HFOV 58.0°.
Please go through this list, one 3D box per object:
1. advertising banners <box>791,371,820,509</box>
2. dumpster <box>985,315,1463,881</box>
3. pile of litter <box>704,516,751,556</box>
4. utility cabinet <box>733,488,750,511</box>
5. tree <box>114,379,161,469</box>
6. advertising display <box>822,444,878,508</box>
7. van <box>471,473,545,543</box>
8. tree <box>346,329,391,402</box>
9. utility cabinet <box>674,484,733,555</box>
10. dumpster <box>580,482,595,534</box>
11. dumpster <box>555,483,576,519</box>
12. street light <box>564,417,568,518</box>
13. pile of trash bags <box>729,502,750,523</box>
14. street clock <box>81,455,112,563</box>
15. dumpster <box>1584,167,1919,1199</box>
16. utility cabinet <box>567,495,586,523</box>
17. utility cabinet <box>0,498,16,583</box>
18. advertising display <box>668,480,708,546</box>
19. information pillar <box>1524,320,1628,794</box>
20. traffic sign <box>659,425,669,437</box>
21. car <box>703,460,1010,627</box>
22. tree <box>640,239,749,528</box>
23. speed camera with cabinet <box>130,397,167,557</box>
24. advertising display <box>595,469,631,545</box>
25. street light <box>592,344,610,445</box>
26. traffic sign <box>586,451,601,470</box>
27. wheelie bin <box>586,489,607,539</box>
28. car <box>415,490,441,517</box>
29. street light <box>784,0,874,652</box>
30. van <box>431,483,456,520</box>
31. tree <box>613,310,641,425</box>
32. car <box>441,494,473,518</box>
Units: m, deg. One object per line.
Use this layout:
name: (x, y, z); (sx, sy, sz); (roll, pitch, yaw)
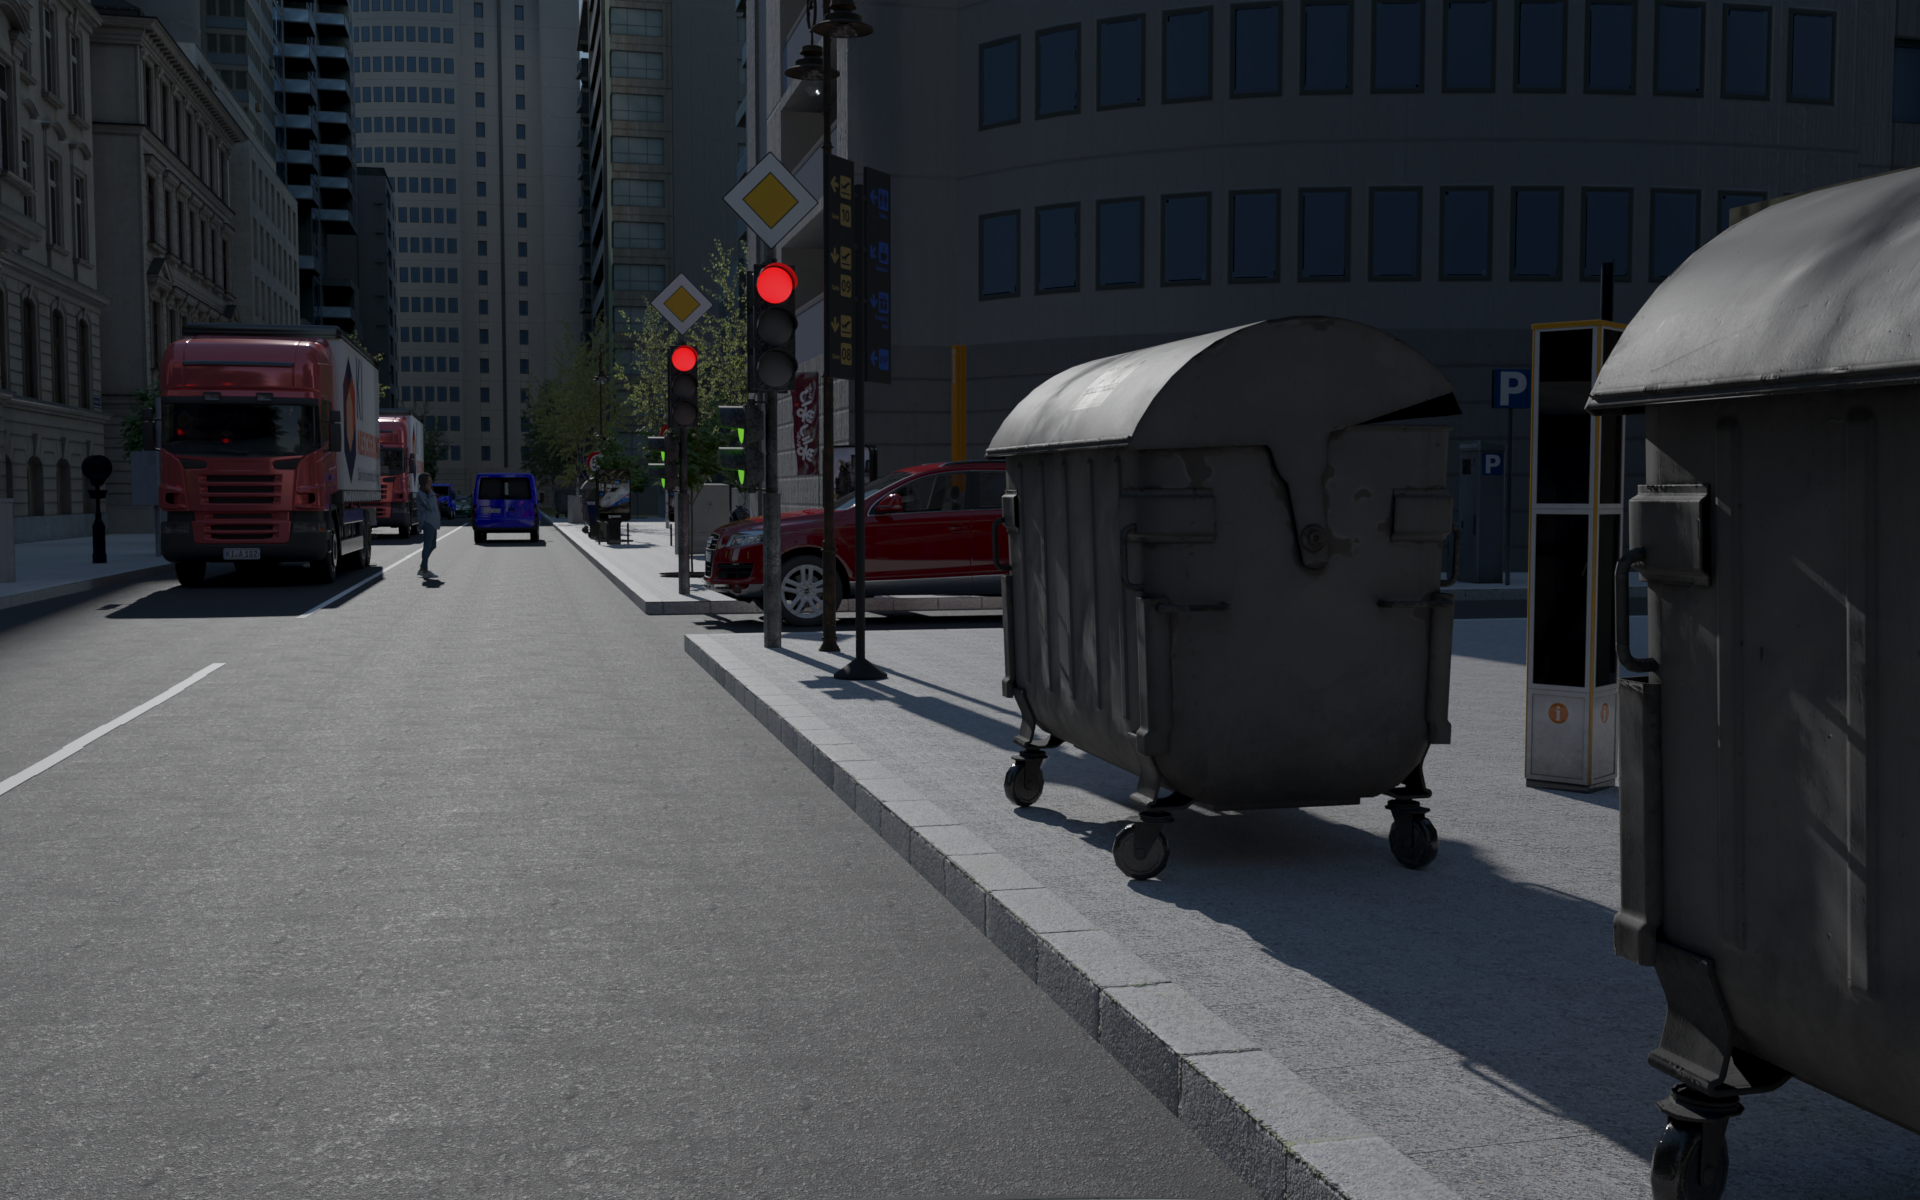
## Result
advertising banners: (-1.569, -1.731, 24.489); (2.074, 3.025, 0.090); (2, 4, 30)
dumpster: (0.928, -0.045, 6.498); (1.264, 1.857, 1.865); (-1, 4, -14)
pile of litter: (-4.436, -1.216, 33.853); (1.176, 0.858, 1.719); (0, 4, 8)
utility cabinet: (-7.960, -3.360, 63.619); (0.318, 1.500, 1.173); (1, 4, 21)
tree: (-20.148, -3.748, 44.997); (4.285, 4.588, 4.351); (0, 3, 0)
advertising display: (-1.445, -1.070, 22.713); (0.123, 1.923, 0.974); (-3, 5, -45)
van: (-13.807, -2.963, 52.826); (2.240, 2.365, 5.245); (-1, 4, -13)
tree: (-27.504, -7.731, 76.771); (4.360, 8.622, 3.978); (0, 3, 0)
utility cabinet: (-5.387, -1.685, 36.230); (1.173, 1.500, 0.318); (-3, 5, -41)
dumpster: (-11.723, -3.105, 56.532); (1.264, 1.857, 1.865); (-1, 4, -14)
dumpster: (-20.803, -5.254, 91.658); (1.264, 1.857, 1.865); (-1, 4, -14)
street light: (-21.542, -7.449, 94.580); (0.468, 5.910, 1.993); (-1, 4, -14)
pile of trash bags: (-7.274, -2.764, 54.943); (1.912, 1.369, 3.447); (2, 4, 33)
street clock: (-15.959, -1.682, 32.069); (0.358, 2.002, 0.471); (3, 5, 41)
dumpster: (1.949, 0.203, 2.448); (1.264, 1.857, 1.865); (-1, 4, -14)
utility cabinet: (-16.869, -3.981, 76.243); (0.306, 1.237, 1.020); (1, 4, 19)
utility cabinet: (-14.070, -0.831, 24.754); (0.306, 1.237, 1.020); (2, 4, 25)
advertising display: (-6.712, -2.295, 42.741); (0.974, 1.923, 0.123); (0, 4, 4)
information pillar: (2.679, -0.186, 7.539); (0.304, 2.012, 0.304); (3, 5, 42)
traffic sign: (-4.701, -1.781, 29.220); (0.768, 2.556, 0.104); (-1, 4, -12)
car: (-0.294, -0.692, 19.980); (5.304, 1.827, 2.281); (-1, 4, -14)
tree: (-6.028, -6.061, 49.464); (4.360, 8.622, 3.978); (0, 3, 0)
speed camera with cabinet: (-16.587, -2.557, 36.145); (0.660, 3.252, 2.038); (0, 4, -2)
advertising display: (-8.820, -2.377, 44.082); (0.974, 1.923, 0.123); (-3, 5, -43)
street light: (-11.043, -4.927, 53.337); (0.468, 5.910, 1.993); (-1, 4, -14)
traffic sign: (-10.577, -3.104, 50.863); (0.768, 2.556, 0.104); (0, 4, -7)
wheelie bin: (-10.205, -2.529, 49.262); (0.693, 1.594, 0.980); (-3, 4, -36)
car: (-26.046, -4.539, 82.893); (2.281, 1.827, 5.304); (-1, 4, -13)
street light: (-1.067, -2.520, 13.984); (0.468, 5.910, 1.993); (-1, 4, -14)
van: (-29.801, -5.759, 98.550); (2.240, 2.365, 5.245); (-1, 4, -14)
tree: (-10.829, -6.957, 64.113); (4.360, 8.622, 3.978); (0, 3, 0)
car: (-30.911, -5.795, 106.551); (2.131, 1.459, 4.920); (-1, 4, -14)
